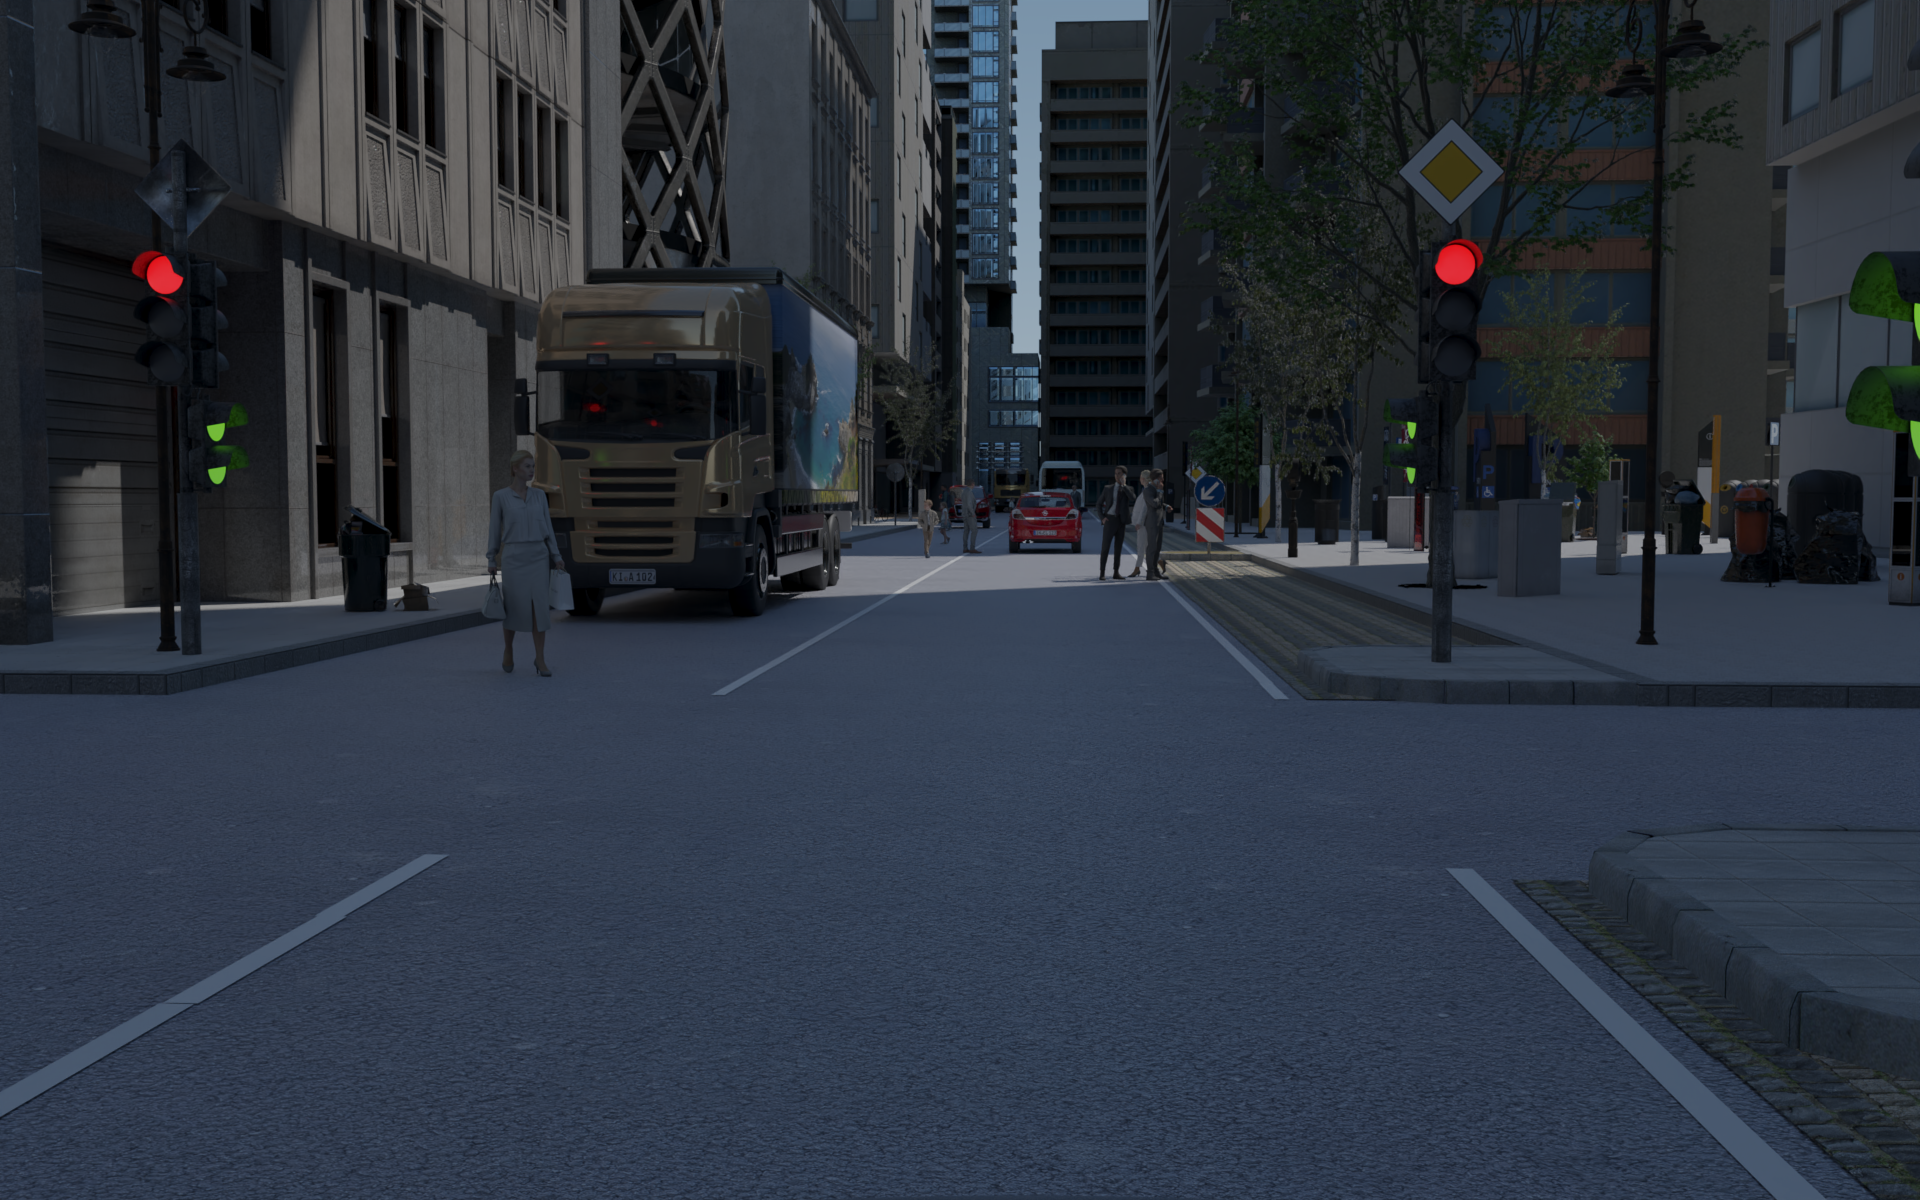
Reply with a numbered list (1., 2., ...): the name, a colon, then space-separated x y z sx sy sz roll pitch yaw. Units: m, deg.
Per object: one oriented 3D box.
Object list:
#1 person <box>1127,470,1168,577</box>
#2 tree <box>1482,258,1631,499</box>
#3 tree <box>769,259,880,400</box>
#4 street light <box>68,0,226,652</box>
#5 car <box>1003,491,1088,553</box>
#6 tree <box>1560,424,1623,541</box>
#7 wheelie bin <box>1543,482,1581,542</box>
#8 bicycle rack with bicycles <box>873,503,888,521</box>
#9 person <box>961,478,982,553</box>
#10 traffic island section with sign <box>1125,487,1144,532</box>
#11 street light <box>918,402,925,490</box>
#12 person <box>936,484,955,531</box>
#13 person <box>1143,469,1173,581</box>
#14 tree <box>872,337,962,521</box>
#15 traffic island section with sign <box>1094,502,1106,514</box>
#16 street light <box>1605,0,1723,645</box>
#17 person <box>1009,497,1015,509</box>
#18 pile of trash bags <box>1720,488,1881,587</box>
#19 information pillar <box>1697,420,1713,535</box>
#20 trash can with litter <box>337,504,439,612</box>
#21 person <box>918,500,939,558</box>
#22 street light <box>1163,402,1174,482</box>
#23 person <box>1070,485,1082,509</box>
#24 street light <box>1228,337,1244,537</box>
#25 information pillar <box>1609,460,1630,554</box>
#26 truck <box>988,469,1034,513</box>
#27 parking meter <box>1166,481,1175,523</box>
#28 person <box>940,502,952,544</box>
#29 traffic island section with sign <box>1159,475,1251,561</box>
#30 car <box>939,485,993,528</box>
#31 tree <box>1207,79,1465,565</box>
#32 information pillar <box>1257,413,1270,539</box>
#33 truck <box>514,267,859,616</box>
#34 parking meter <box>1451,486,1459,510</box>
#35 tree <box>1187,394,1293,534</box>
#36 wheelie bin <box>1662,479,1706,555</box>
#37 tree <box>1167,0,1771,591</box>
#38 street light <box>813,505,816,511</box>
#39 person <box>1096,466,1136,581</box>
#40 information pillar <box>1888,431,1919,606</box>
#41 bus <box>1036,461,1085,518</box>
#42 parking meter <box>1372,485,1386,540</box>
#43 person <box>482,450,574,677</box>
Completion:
1. person: 3.263 -1.319 29.948 0.818 1.842 0.514 -1 4 -16
2. tree: 18.481 -6.337 53.967 4.737 8.622 4.395 0 3 0
3. tree: -4.969 -6.392 54.867 4.737 8.622 4.395 0 3 0
4. street light: -6.482 -2.521 14.004 0.468 5.910 1.993 0 4 4
5. car: 2.151 -2.110 43.535 2.155 1.783 4.494 0 4 3
6. tree: 17.501 -3.273 48.122 1.663 3.219 1.824 0 3 0
7. wheelie bin: 16.061 -2.342 46.202 0.980 1.594 0.693 2 4 29
8. bicycle rack with bicycles: -4.993 -4.168 81.536 2.852 0.926 2.925 -2 4 -28
9. person: 0.226 -2.039 41.939 0.391 1.810 0.635 -2 4 -28
10. traffic island section with sign: 7.040 -3.463 65.251 1.989 1.847 2.006 0 4 4
11. street light: -1.929 -7.009 87.377 0.468 5.910 1.993 0 4 4
12. person: -0.597 -3.545 66.452 0.713 1.824 0.794 2 4 24
13. person: 3.300 -1.250 28.744 0.447 1.846 0.655 2 4 24
14. tree: -2.119 -8.021 81.506 4.360 8.622 3.978 0 3 0
15. traffic island section with sign: 11.973 -8.170 142.210 1.989 1.847 2.006 0 4 4
16. street light: 5.867 -2.558 14.614 0.468 5.910 1.993 0 4 4
17. person: 2.611 -4.501 86.369 0.394 1.301 0.425 -3 4 -36
18. pile of trash bags: 11.957 -0.935 25.037 1.912 1.369 3.447 3 5 43
19. information pillar: 23.164 -3.817 53.768 0.504 3.616 0.183 1 4 10
20. trash can with litter: -6.301 -0.470 19.079 1.055 1.170 0.624 -1 4 -18
21. person: -0.703 -1.595 38.844 0.475 1.303 0.640 -1 4 -18
22. street light: 10.504 -7.008 87.371 0.468 5.910 1.993 0 4 4
23. person: 4.735 -3.883 72.168 0.661 1.801 0.590 3 5 44
24. street light: 8.184 -4.792 51.133 0.468 5.910 1.993 0 4 4
25. information pillar: 14.112 -1.995 37.115 0.304 2.012 0.304 -3 5 -40
26. truck: 4.025 -8.432 133.783 3.469 3.379 9.791 0 4 3
27. parking meter: 9.491 -4.430 78.148 0.399 1.863 0.255 0 4 4
28. person: -0.383 -2.197 49.436 0.382 1.210 0.505 0 4 -8
29. traffic island section with sign: 5.279 -1.784 37.789 1.989 1.847 2.006 0 4 4
30. car: 0.284 -3.988 73.871 2.281 1.827 5.304 0 4 2
31. tree: 6.989 -4.940 31.131 4.360 8.622 3.978 0 3 0
32. information pillar: 8.809 -3.591 50.072 0.183 3.616 0.504 3 5 39
33. truck: -3.276 -2.132 23.770 2.839 4.237 11.283 0 4 3
34. parking meter: 15.516 -2.822 54.547 0.372 1.533 0.369 0 3 0
35. tree: 9.136 -4.412 55.846 4.285 4.588 4.351 0 3 0
36. wheelie bin: 15.380 -1.769 36.828 0.693 1.594 0.980 -1 4 -13
37. tree: 6.667 -5.974 23.430 9.928 11.665 9.643 0 3 0
38. street light: -4.267 -4.770 50.782 0.468 5.910 1.993 0 4 4
39. person: 2.612 -1.288 28.917 0.648 1.900 0.474 -1 4 -10
40. information pillar: 10.917 -0.941 19.882 0.304 2.012 0.304 -2 4 -26
41. bus: 6.004 -6.666 103.842 2.948 3.499 13.247 0 4 2
42. parking meter: 11.800 -2.470 48.800 0.372 1.533 0.369 0 3 0
43. person: -3.444 -0.300 13.764 0.694 1.780 0.624 -1 4 -18
